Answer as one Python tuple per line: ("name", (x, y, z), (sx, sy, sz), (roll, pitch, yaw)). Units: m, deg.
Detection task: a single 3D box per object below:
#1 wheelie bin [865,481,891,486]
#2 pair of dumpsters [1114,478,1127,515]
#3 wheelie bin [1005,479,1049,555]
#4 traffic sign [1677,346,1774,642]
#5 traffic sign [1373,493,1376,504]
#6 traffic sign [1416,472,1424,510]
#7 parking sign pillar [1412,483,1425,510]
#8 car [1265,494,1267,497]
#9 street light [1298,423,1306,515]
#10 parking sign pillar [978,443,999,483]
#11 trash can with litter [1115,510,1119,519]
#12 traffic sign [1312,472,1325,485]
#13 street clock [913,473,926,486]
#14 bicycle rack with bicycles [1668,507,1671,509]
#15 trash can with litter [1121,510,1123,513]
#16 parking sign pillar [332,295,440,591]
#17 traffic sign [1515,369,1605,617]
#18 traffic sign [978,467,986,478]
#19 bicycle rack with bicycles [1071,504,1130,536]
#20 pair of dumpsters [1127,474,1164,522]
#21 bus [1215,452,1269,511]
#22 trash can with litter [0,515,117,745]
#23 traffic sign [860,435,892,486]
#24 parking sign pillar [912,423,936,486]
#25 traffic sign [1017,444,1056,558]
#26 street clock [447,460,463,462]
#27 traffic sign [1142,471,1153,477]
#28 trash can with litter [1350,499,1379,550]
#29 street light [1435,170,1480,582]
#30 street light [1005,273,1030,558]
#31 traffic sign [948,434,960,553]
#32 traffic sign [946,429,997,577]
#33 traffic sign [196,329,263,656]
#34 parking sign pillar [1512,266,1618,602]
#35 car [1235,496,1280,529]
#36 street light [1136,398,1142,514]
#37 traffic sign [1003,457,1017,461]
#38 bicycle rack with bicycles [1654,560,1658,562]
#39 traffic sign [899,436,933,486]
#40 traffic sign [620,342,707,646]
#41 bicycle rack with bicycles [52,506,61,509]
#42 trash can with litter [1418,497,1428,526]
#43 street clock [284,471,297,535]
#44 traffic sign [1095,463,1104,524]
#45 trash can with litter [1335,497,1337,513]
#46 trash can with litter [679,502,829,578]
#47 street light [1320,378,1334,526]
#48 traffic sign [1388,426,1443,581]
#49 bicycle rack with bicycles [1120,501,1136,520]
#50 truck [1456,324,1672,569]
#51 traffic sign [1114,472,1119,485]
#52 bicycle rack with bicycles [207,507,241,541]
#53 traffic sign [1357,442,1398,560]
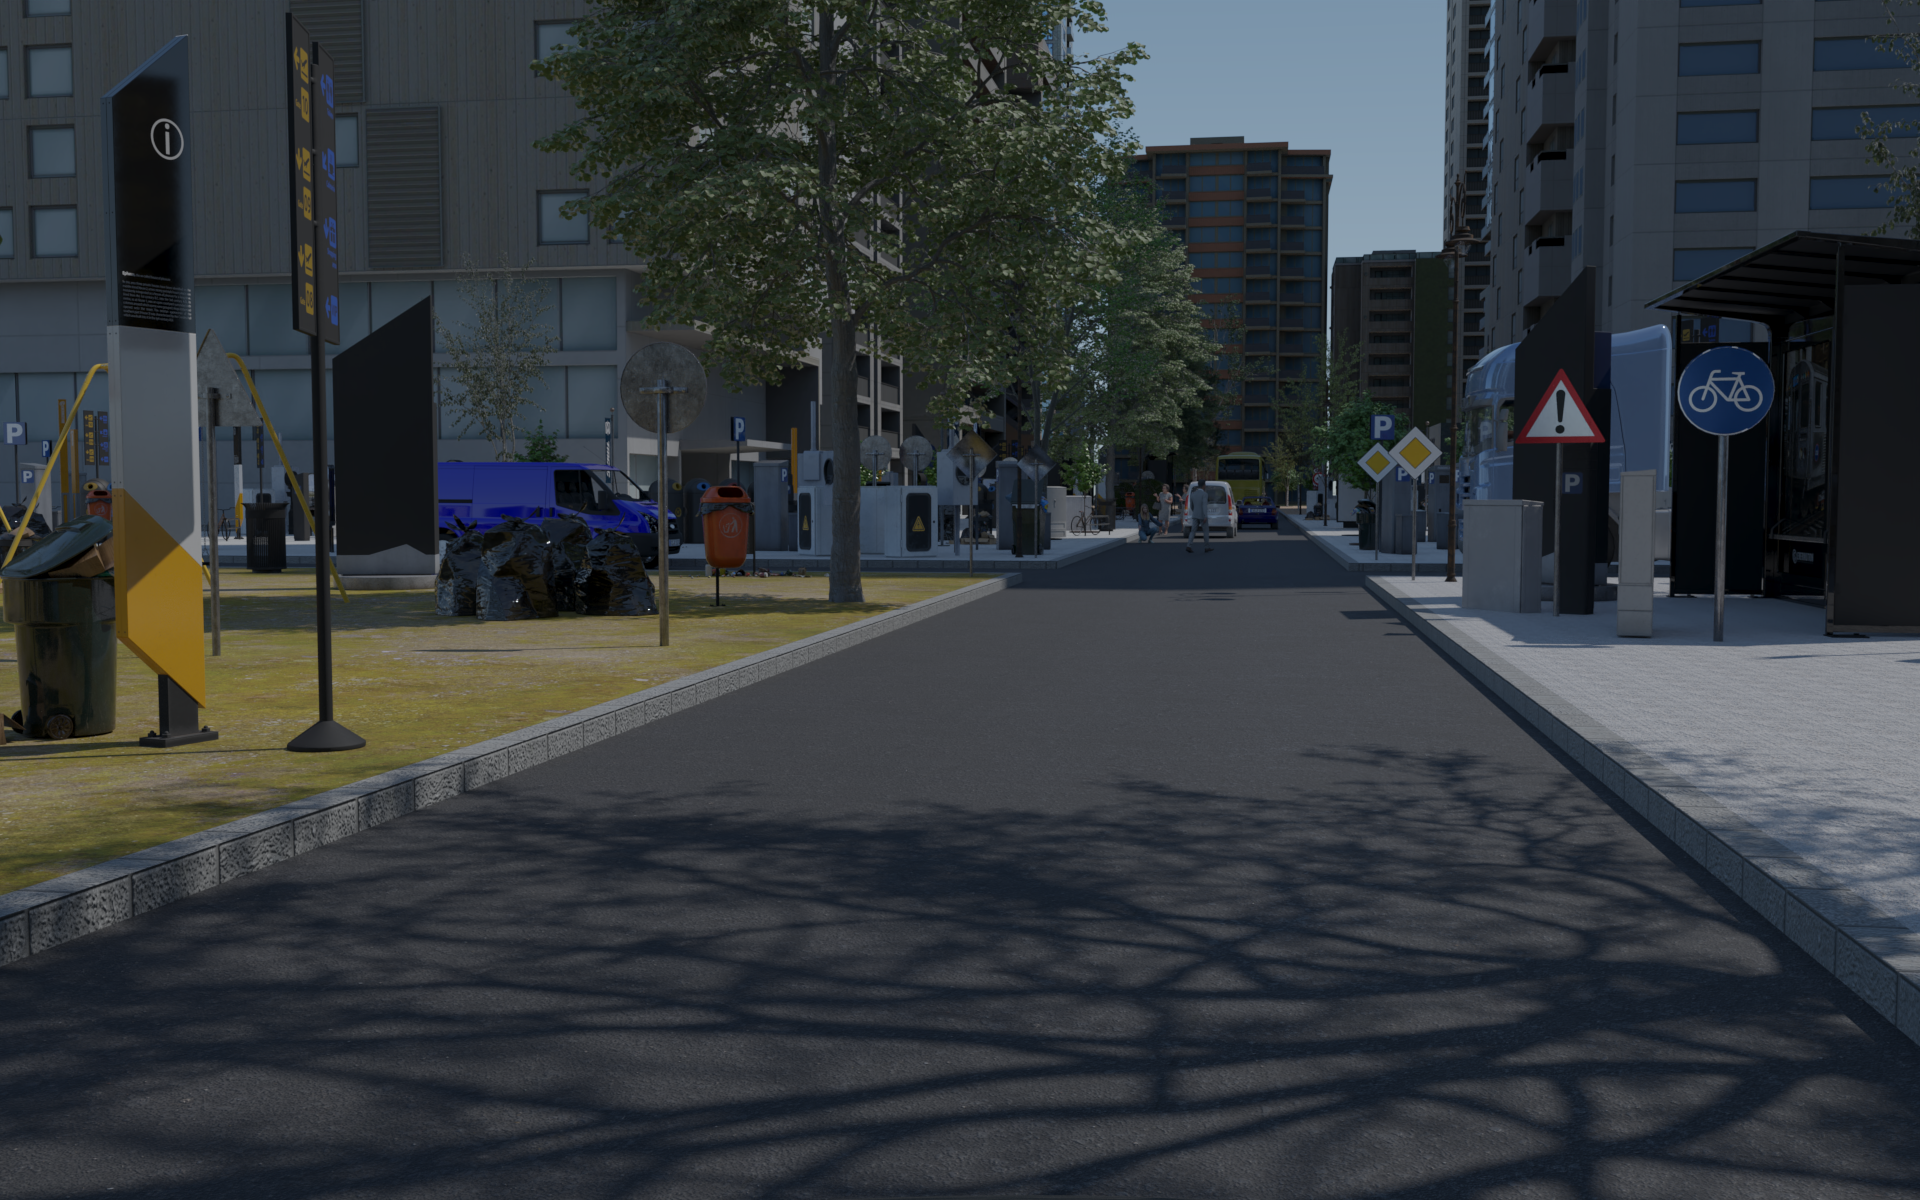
("wheelie bin", (-2.022, -2.180, 43.545), (0.980, 1.594, 0.693), (-1, 4, -19))
("pair of dumpsters", (9.941, -6.241, 104.534), (1.574, 2.255, 4.437), (1, 4, 10))
("wheelie bin", (1.433, -1.758, 36.644), (0.980, 1.594, 0.693), (1, 4, 16))
("traffic sign", (6.605, -0.911, 15.008), (0.768, 2.556, 0.104), (1, 4, 17))
("traffic sign", (11.735, -2.991, 49.013), (0.768, 2.556, 0.104), (1, 4, 18))
("traffic sign", (17.377, -3.906, 65.989), (0.606, 2.300, 0.079), (1, 4, 15))
("parking sign pillar", (19.741, -5.330, 75.612), (1.447, 3.967, 1.447), (-1, 4, -20))
("car", (19.752, -6.666, 117.667), (2.281, 1.827, 5.304), (0, 4, 8))
("street light", (21.092, -8.217, 107.129), (0.468, 5.910, 1.993), (1, 4, 10))
("parking sign pillar", (1.510, -6.151, 89.047), (1.447, 3.967, 1.447), (-3, 5, -41))
("trash can with litter", (7.124, -4.409, 83.482), (0.624, 1.170, 1.055), (1, 4, 23))
("traffic sign", (20.770, -6.122, 100.205), (0.768, 2.556, 0.104), (1, 4, 10))
("street clock", (-1.399, -3.411, 60.334), (0.358, 2.002, 0.471), (-3, 4, -37))
("bicycle rack with bicycles", (18.628, -2.050, 46.906), (2.925, 0.926, 2.852), (2, 4, 35))
("trash can with litter", (10.001, -5.968, 108.964), (0.624, 1.170, 1.055), (1, 4, 17))
("parking sign pillar", (-7.822, -2.149, 23.612), (1.447, 3.967, 1.447), (-1, 4, -9))
("traffic sign", (6.252, -1.106, 18.089), (0.884, 2.594, 0.081), (1, 4, 17))
("traffic sign", (0.466, -3.389, 55.518), (0.768, 2.556, 0.104), (1, 4, 17))
("bicycle rack with bicycles", (3.287, -2.474, 53.828), (2.852, 0.926, 2.925), (2, 4, 31))
("pair of dumpsters", (8.836, -4.771, 80.506), (1.574, 2.255, 4.437), (1, 4, 10))
("bus", (16.362, -6.666, 100.533), (2.896, 3.916, 12.252), (1, 4, 11))
("trash can with litter", (-4.860, 0.146, 9.002), (0.624, 1.170, 1.055), (3, 4, 36))
("traffic sign", (-1.852, -2.289, 37.530), (0.768, 2.556, 0.104), (1, 4, 16))
("parking sign pillar", (-1.351, -4.786, 66.716), (1.447, 3.967, 1.447), (2, 4, 28))
("traffic sign", (1.523, -1.896, 34.642), (0.795, 2.450, 0.064), (1, 4, 10))
("street clock", (-10.689, -1.966, 36.714), (0.471, 2.002, 0.358), (1, 4, 19))
("traffic sign", (10.247, -5.785, 94.684), (0.768, 2.556, 0.104), (1, 4, 12))
("trash can with litter", (9.541, -1.738, 39.811), (1.055, 1.170, 0.624), (-2, 4, -33))
("street light", (7.180, -3.203, 25.153), (0.468, 5.910, 1.993), (1, 4, 10))
("street light", (1.200, -3.797, 34.872), (0.468, 5.910, 1.993), (1, 4, 10))
("traffic sign", (-0.102, -2.313, 37.825), (0.884, 2.594, 0.081), (1, 4, 19))
("traffic sign", (0.177, -1.415, 26.771), (0.795, 2.450, 0.064), (1, 4, 10))
("traffic sign", (-5.897, -0.835, 13.664), (0.884, 2.594, 0.081), (1, 4, 14))
("parking sign pillar", (7.360, -2.003, 21.217), (1.447, 3.967, 1.447), (-1, 4, -20))
("car", (12.241, -3.604, 71.499), (1.945, 1.354, 3.894), (1, 4, 9))
("street light", (7.539, -6.086, 72.292), (0.468, 5.910, 1.993), (1, 4, 10))
("traffic sign", (1.721, -3.662, 59.974), (0.768, 2.556, 0.104), (1, 4, 19))
("bicycle rack with bicycles", (12.142, -1.228, 33.461), (2.925, 0.926, 2.852), (2, 4, 30))
("traffic sign", (-0.973, -2.303, 37.756), (0.768, 2.556, 0.104), (1, 4, 15))
("traffic sign", (-2.497, -0.883, 14.543), (0.768, 2.556, 0.104), (1, 4, 11))
("bicycle rack with bicycles", (-52.989, -5.197, 98.350), (2.925, 0.926, 2.852), (-1, 4, -17))
("trash can with litter", (18.218, -3.487, 68.398), (0.624, 1.170, 1.055), (-2, 4, -28))
("street clock", (-21.104, -3.066, 54.703), (0.358, 2.002, 0.471), (0, 4, 7))
("traffic sign", (5.576, -4.333, 70.947), (0.768, 2.556, 0.104), (1, 4, 15))
("trash can with litter", (18.385, -4.344, 82.413), (1.055, 1.170, 0.624), (2, 4, 33))
("trash can with litter", (-3.099, -0.969, 26.894), (2.233, 1.210, 1.678), (1, 4, 13))
("street light", (14.660, -5.903, 69.301), (0.468, 5.910, 1.993), (1, 4, 10))
("traffic sign", (6.723, -1.345, 25.635), (0.795, 2.450, 0.064), (1, 4, 10))
("bicycle rack with bicycles", (7.379, -4.424, 85.716), (2.925, 0.926, 2.852), (1, 4, 23))
("truck", (17.001, -2.314, 27.595), (18.799, 4.110, 2.967), (1, 4, 9))
("traffic sign", (7.178, -4.849, 81.407), (0.606, 2.300, 0.079), (1, 4, 13))
("bicycle rack with bicycles", (-21.042, -2.085, 47.476), (2.852, 0.926, 2.925), (-1, 4, -11))
("traffic sign", (8.069, -1.827, 33.507), (0.795, 2.450, 0.064), (1, 4, 10))
